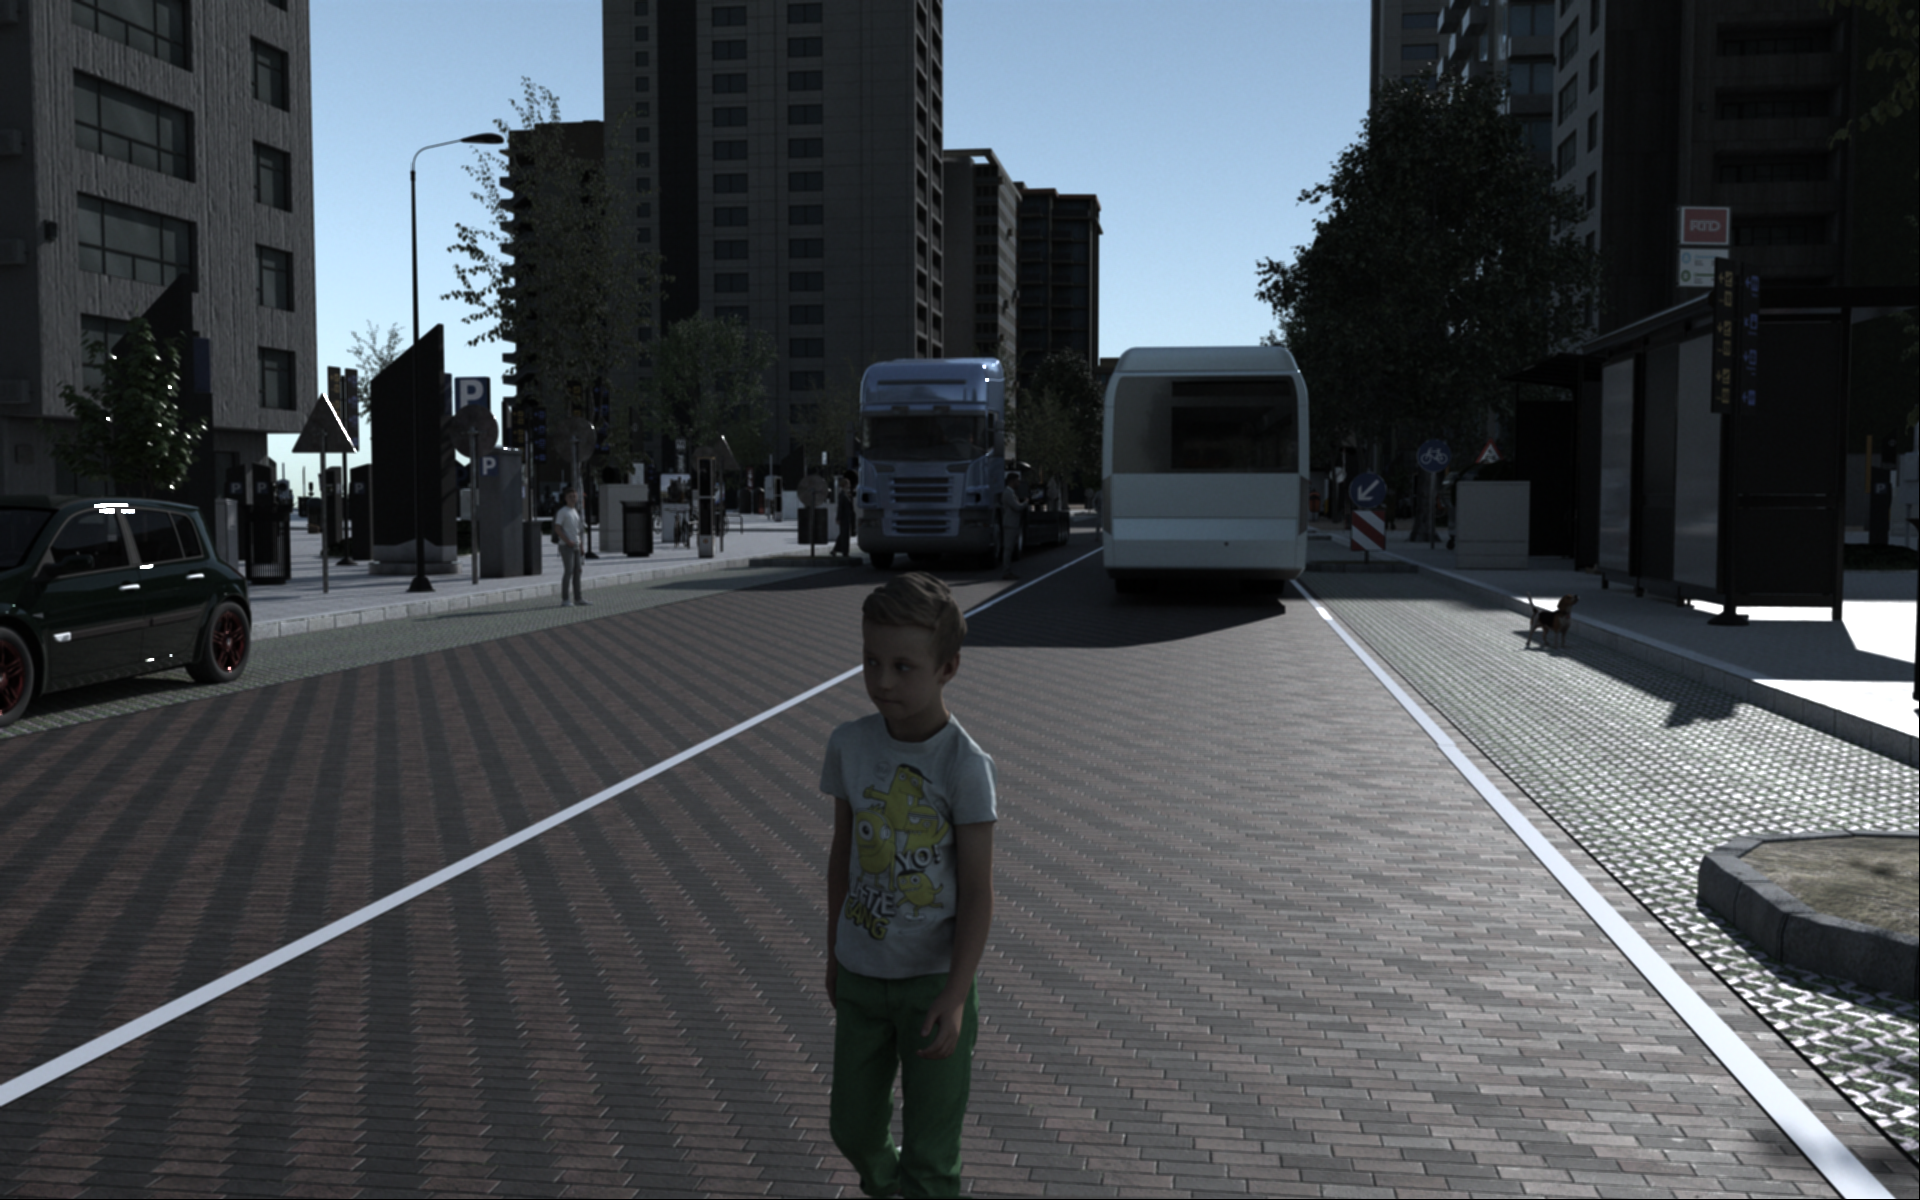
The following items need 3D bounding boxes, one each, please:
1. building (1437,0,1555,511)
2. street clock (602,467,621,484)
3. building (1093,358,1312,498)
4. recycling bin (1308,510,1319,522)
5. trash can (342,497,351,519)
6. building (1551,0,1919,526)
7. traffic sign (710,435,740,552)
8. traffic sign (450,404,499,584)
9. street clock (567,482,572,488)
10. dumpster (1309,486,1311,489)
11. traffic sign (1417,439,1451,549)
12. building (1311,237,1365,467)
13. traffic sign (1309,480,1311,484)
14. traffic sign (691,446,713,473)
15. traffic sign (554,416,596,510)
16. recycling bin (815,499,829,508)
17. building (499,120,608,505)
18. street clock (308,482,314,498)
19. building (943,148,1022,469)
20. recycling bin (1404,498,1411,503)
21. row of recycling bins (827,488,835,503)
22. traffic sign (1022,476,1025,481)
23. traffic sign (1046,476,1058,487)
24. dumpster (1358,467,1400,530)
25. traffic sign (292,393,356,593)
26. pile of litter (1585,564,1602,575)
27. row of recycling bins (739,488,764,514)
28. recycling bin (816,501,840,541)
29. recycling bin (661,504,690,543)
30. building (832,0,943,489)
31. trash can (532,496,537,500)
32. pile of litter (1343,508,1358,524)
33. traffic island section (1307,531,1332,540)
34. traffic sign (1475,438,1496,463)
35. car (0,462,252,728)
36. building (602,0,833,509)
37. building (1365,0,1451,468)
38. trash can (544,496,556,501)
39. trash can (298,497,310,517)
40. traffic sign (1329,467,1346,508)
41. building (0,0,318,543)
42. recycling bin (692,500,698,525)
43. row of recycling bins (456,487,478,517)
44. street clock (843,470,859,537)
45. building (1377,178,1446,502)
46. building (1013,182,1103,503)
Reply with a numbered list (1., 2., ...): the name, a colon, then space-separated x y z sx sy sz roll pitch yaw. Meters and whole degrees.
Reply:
1. building: 44.807 -30.478 117.920 23.786 49.044 30.456 1 4 8
2. street clock: -9.182 -2.514 45.666 0.471 2.002 0.358 2 4 30
3. building: 34.231 -24.442 244.662 28.899 21.520 27.650 1 4 8
4. recycling bin: 16.355 -4.210 81.380 0.722 1.027 0.722 -2 4 -27
5. trash can: -30.941 -4.643 87.573 0.748 1.137 0.748 0 3 0
6. building: 34.242 -18.585 75.560 14.107 30.474 14.160 1 4 8
7. traffic sign: -5.279 -2.342 38.290 0.884 2.594 0.081 1 4 16
8. traffic sign: -6.901 -1.496 24.574 0.768 2.556 0.104 1 4 15
9. street clock: -24.178 -6.311 107.748 0.358 2.002 0.471 2 4 24
10. dumpster: 18.056 -5.280 92.087 1.264 1.857 1.865 0 4 8
11. traffic sign: 11.031 -2.461 40.346 0.768 2.556 0.104 1 4 16
12. building: 60.862 -33.720 243.203 23.993 40.220 32.217 1 4 8
13. traffic sign: 18.750 -5.788 94.645 0.884 2.594 0.081 1 4 10
14. traffic sign: -6.760 -2.802 45.915 0.768 2.556 0.104 1 4 8
15. traffic sign: -6.304 -1.725 28.314 0.768 2.556 0.104 1 4 16
16. recycling bin: -7.502 -4.946 93.417 0.722 1.027 0.722 1 4 22
17. building: -44.671 -33.929 204.855 14.200 45.320 14.600 1 4 8
18. street clock: -40.104 -6.268 107.058 0.358 2.002 0.471 -1 4 -21
19. building: -6.049 -30.508 190.684 23.993 40.220 32.217 1 4 8
20. recycling bin: 29.776 -6.343 116.257 0.722 1.027 0.722 -1 4 -12
21. row of recycling bins: -8.236 -6.944 120.641 3.534 1.692 1.069 2 4 33
22. traffic sign: 3.780 -6.630 108.411 0.884 2.594 0.081 1 4 17
23. traffic sign: 6.674 -7.680 125.577 0.884 2.594 0.081 1 4 18
24. dumpster: 15.039 -3.677 62.609 1.502 2.255 1.985 0 4 8
25. traffic sign: -8.222 -1.369 22.382 0.884 2.594 0.081 1 4 9
26. pile of litter: 10.637 -0.827 27.488 1.176 0.858 1.719 0 4 1
27. row of recycling bins: -12.704 -6.497 113.331 3.534 1.692 1.069 -1 4 -19
28. recycling bin: -3.417 -2.122 47.245 0.722 1.027 0.722 1 4 10
29. recycling bin: -7.592 -2.054 46.130 0.722 1.027 0.722 -1 4 -11
30. building: -10.096 -43.609 151.253 20.563 71.187 20.611 1 4 8
31. trash can: -27.609 -6.116 111.643 0.748 1.137 0.748 0 3 0
32. pile of litter: 16.907 -3.664 73.868 1.176 0.858 1.719 1 4 9
33. traffic island section: 10.687 -2.000 54.979 2.009 0.180 2.903 1 4 8
34. traffic sign: 12.281 -2.456 40.154 0.884 2.594 0.081 1 4 14
35. car: -6.510 -0.123 11.797 2.009 1.686 4.222 0 4 7
36. building: -27.342 -46.487 198.312 20.611 71.187 20.563 1 4 8
37. building: 53.944 -39.223 183.299 21.231 58.520 28.212 1 4 8
38. trash can: -26.555 -6.153 112.257 0.748 1.137 0.748 0 3 0
39. trash can: -36.268 -5.146 95.793 0.748 1.137 0.748 0 3 0
40. traffic sign: 17.605 -4.933 80.760 0.768 2.556 0.104 1 4 13
41. building: -24.339 -16.526 41.904 14.107 30.474 14.160 1 4 8
42. recycling bin: -11.407 -3.720 73.371 0.722 1.027 0.722 1 4 18
43. row of recycling bins: -28.229 -5.421 95.743 3.534 1.692 1.069 0 4 2
44. street clock: -3.251 -2.904 52.048 0.471 2.002 0.358 2 4 26
45. building: 44.473 -23.134 149.946 14.160 30.474 14.107 1 4 8
46. building: 5.341 -36.168 245.974 28.867 44.769 22.147 1 4 8
